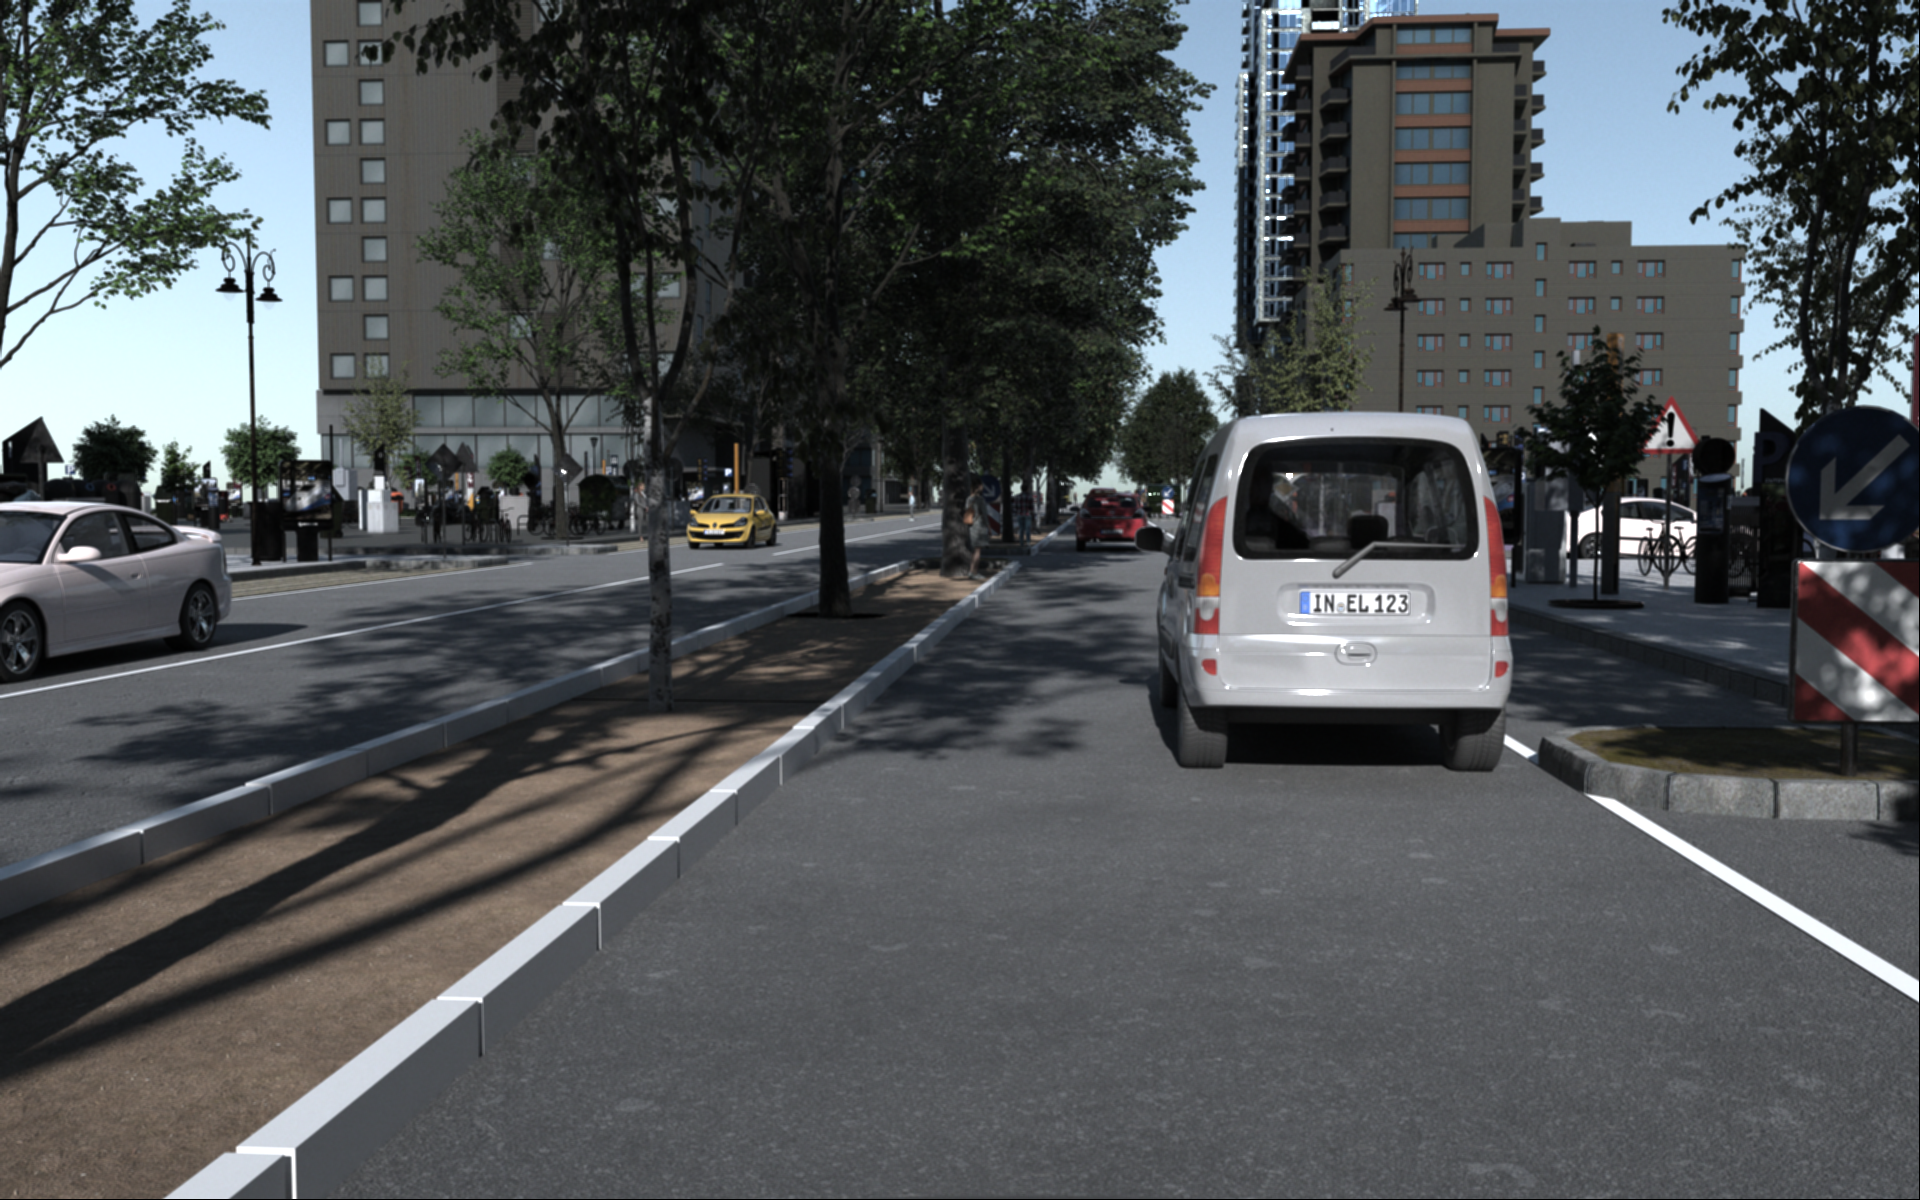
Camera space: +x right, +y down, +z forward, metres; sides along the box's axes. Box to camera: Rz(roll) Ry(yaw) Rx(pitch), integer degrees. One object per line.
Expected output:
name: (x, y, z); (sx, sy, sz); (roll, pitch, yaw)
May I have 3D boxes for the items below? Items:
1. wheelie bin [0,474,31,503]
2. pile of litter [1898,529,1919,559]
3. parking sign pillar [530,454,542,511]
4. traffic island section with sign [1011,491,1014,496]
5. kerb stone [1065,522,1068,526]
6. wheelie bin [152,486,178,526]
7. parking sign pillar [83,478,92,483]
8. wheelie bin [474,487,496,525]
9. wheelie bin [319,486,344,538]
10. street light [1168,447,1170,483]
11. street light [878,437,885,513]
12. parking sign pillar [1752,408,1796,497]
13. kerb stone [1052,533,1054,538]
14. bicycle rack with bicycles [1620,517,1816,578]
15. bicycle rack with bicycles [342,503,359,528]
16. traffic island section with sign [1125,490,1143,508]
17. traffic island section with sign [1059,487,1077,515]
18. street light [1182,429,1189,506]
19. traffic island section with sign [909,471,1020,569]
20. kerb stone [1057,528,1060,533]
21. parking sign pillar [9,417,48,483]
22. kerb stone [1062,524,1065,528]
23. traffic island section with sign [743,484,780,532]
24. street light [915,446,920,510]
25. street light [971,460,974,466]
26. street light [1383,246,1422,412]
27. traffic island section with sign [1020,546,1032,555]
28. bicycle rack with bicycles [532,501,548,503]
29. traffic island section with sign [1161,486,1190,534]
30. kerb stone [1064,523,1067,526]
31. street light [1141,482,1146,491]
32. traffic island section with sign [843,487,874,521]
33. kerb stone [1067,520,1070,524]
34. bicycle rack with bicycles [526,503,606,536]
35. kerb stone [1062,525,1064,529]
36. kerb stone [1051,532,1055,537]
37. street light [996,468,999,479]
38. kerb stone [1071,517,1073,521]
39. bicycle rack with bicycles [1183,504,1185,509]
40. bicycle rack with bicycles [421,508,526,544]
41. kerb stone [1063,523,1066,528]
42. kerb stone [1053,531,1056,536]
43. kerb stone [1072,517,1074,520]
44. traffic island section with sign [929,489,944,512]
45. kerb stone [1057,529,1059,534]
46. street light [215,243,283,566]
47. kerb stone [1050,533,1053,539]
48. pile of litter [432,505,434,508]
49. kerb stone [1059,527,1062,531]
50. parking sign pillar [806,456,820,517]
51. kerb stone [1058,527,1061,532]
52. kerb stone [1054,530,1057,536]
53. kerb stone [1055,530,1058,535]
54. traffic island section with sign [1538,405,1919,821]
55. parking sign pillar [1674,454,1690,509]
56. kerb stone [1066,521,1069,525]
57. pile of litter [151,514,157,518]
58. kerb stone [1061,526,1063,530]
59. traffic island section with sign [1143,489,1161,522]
wheelie bin: (-14.792, -1.163, 26.916); (0.980, 1.594, 0.693); (-3, 5, -45)
pile of litter: (11.909, -0.463, 21.529); (1.719, 0.858, 1.176); (3, 5, 41)
parking sign pillar: (-28.579, -7.844, 116.729); (1.447, 3.967, 1.447); (-2, 4, -27)
traffic island section with sign: (7.538, -14.845, 251.339); (1.989, 1.847, 2.006); (0, 4, 5)
kerb stone: (4.354, -3.103, 72.934); (0.120, 0.150, 1.000); (0, 4, 5)
wheelie bin: (-29.339, -3.430, 63.987); (0.980, 1.594, 0.693); (0, 4, -4)
parking sign pillar: (-36.917, -5.222, 73.857); (1.447, 3.967, 1.447); (0, 4, -4)
wheelie bin: (-20.005, -3.985, 73.062); (0.693, 1.594, 0.980); (1, 4, 16)
wheelie bin: (-18.321, -2.595, 50.343); (0.693, 1.594, 0.980); (-2, 4, -33)
street light: (17.432, -10.480, 144.139); (0.468, 5.910, 1.993); (0, 4, 5)
street light: (-5.410, -8.946, 119.057); (0.468, 5.910, 1.993); (0, 4, 5)
parking sign pillar: (25.371, -4.002, 53.910); (1.447, 3.967, 1.447); (-2, 4, -28)
kerb stone: (2.758, -1.917, 53.531); (0.120, 0.150, 1.000); (0, 4, 5)
bicycle rack with bicycles: (11.379, -0.822, 26.828); (2.852, 0.926, 2.925); (0, 4, -5)
bicycle rack with bicycles: (-23.140, -3.164, 65.107); (2.925, 0.926, 2.852); (-3, 4, -39)
traffic island section with sign: (17.048, -9.702, 167.249); (1.989, 1.847, 2.006); (0, 4, 5)
traffic island section with sign: (6.845, -6.608, 116.175); (2.006, 1.907, 1.989); (0, 4, 5)
street light: (15.595, -9.012, 120.126); (0.468, 5.910, 1.993); (0, 4, 5)
traffic island section with sign: (0.081, -1.576, 33.906); (2.006, 1.907, 1.989); (0, 4, 5)
kerb stone: (3.347, -2.353, 60.666); (0.120, 0.150, 1.000); (0, 4, 5)
parking sign pillar: (-32.564, -4.396, 60.351); (1.447, 3.967, 1.447); (-1, 4, -8)
kerb stone: (3.927, -2.791, 67.824); (0.120, 0.150, 1.000); (0, 4, 5)
traffic island section with sign: (-7.812, -3.429, 64.685); (1.989, 1.847, 2.006); (0, 4, 5)
street light: (-3.467, -10.375, 142.416); (0.468, 5.910, 1.993); (0, 4, 5)
street light: (1.457, -14.043, 202.386); (0.468, 5.910, 1.993); (0, 4, 5)
street light: (8.279, -3.653, 32.516); (0.468, 5.910, 1.993); (0, 4, 5)
traffic island section with sign: (0.697, -2.028, 41.288); (2.006, 1.907, 1.989); (0, 4, 5)
bicycle rack with bicycles: (-16.170, -3.425, 69.381); (2.852, 0.926, 2.925); (-1, 4, -10)
traffic island section with sign: (8.497, -3.349, 63.387); (1.989, 1.847, 2.006); (0, 4, 5)
kerb stone: (4.188, -2.976, 70.879); (0.120, 0.150, 1.000); (0, 4, 5)
street light: (26.280, -17.012, 250.927); (0.468, 5.910, 1.993); (0, 4, 5)
traffic island section with sign: (-5.605, -5.072, 91.550); (1.989, 1.847, 2.006); (0, 4, 5)
kerb stone: (4.691, -3.353, 77.020); (0.120, 0.150, 1.000); (0, 4, 5)
bicycle rack with bicycles: (-12.331, -2.488, 54.063); (2.852, 0.926, 2.925); (3, 5, 45)
kerb stone: (3.851, -2.727, 66.792); (0.120, 0.150, 1.000); (0, 4, 5)
kerb stone: (2.843, -1.974, 54.550); (0.120, 0.150, 1.000); (0, 4, 5)
street light: (5.422, -16.954, 249.992); (0.468, 5.910, 1.993); (0, 4, 5)
kerb stone: (5.438, -3.915, 86.213); (0.120, 0.150, 1.000); (0, 4, 5)
bicycle rack with bicycles: (15.925, -6.059, 112.439); (2.852, 0.926, 2.925); (3, 5, 41)
bicycle rack with bicycles: (-13.139, -1.986, 45.856); (2.852, 0.926, 2.925); (-1, 4, -19)
kerb stone: (4.101, -2.915, 69.861); (0.120, 0.150, 1.000); (0, 4, 5)
kerb stone: (2.919, -2.041, 55.569); (0.120, 0.150, 1.000); (0, 4, 5)
kerb stone: (5.539, -3.978, 87.235); (0.120, 0.150, 1.000); (0, 4, 5)
traffic island section with sign: (-1.451, -8.168, 142.177); (1.989, 1.847, 2.006); (0, 4, 5)
kerb stone: (3.266, -2.290, 59.647); (0.120, 0.150, 1.000); (0, 4, 5)
street light: (-12.641, -3.557, 30.944); (0.468, 5.910, 1.993); (0, 4, 5)
kerb stone: (2.679, -1.854, 52.511); (0.120, 0.150, 1.000); (0, 4, 5)
pile of litter: (-23.585, -3.923, 78.114); (1.719, 0.858, 1.176); (0, 4, 3)
kerb stone: (3.517, -2.478, 62.718); (0.120, 0.150, 1.000); (0, 4, 5)
parking sign pillar: (-8.224, -6.757, 98.944); (1.447, 3.967, 1.447); (0, 4, -3)
kerb stone: (3.424, -2.413, 61.698); (0.120, 0.150, 1.000); (0, 4, 5)
kerb stone: (3.006, -2.104, 56.593); (0.120, 0.150, 1.000); (0, 4, 5)
kerb stone: (3.090, -2.166, 57.611); (0.120, 0.150, 1.000); (0, 4, 5)
traffic island section with sign: (4.000, 0.004, 8.557); (1.989, 1.847, 2.006); (0, 4, 5)
parking sign pillar: (45.822, -7.442, 110.151); (1.447, 3.967, 1.447); (-1, 4, -20)
kerb stone: (4.526, -3.226, 74.979); (0.120, 0.150, 1.000); (0, 4, 5)
pile of litter: (-46.996, -5.231, 99.497); (1.176, 0.858, 1.719); (3, 4, 38)
kerb stone: (3.693, -2.603, 64.754); (0.120, 0.150, 1.000); (0, 4, 5)
traffic island section with sign: (10.765, -5.027, 90.826); (1.989, 1.847, 2.006); (0, 4, 5)
